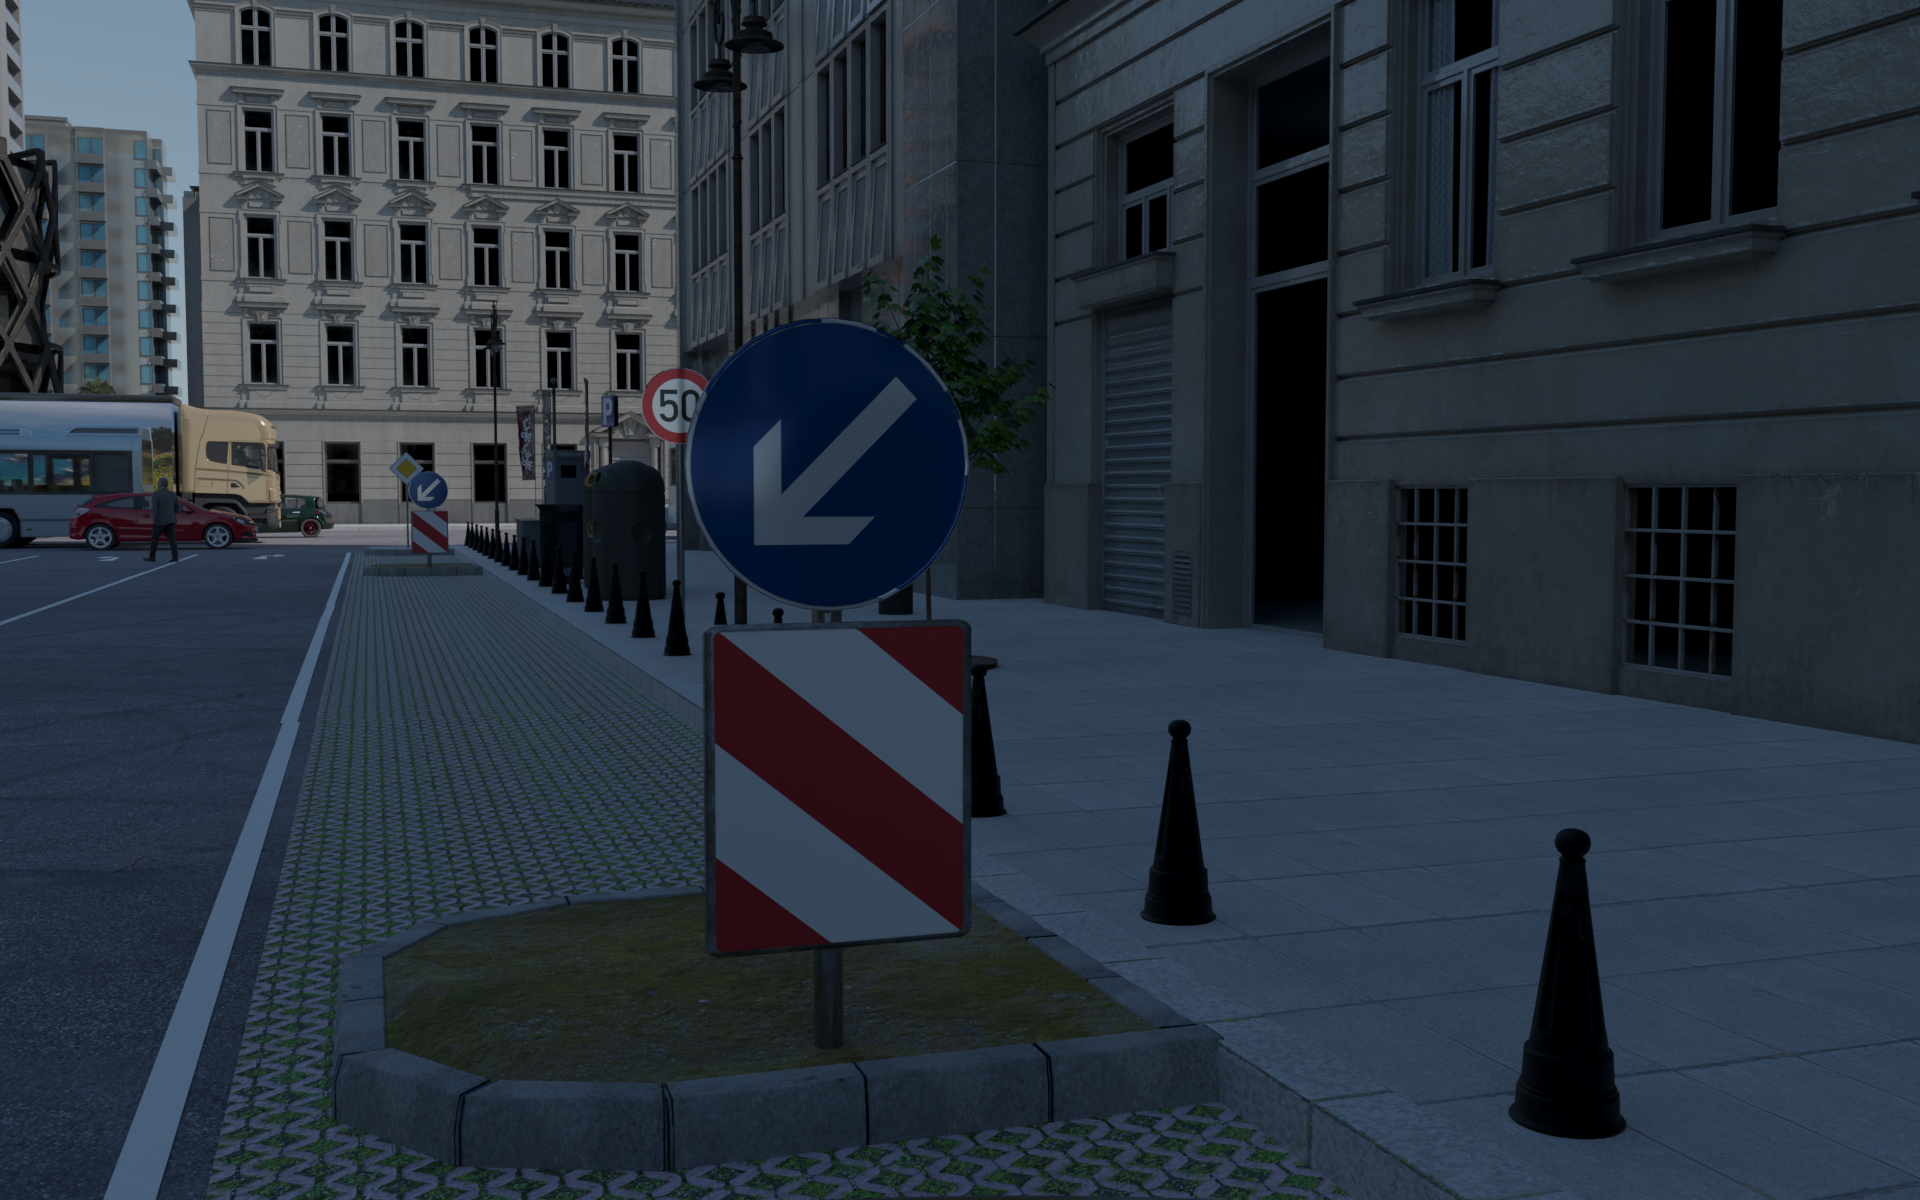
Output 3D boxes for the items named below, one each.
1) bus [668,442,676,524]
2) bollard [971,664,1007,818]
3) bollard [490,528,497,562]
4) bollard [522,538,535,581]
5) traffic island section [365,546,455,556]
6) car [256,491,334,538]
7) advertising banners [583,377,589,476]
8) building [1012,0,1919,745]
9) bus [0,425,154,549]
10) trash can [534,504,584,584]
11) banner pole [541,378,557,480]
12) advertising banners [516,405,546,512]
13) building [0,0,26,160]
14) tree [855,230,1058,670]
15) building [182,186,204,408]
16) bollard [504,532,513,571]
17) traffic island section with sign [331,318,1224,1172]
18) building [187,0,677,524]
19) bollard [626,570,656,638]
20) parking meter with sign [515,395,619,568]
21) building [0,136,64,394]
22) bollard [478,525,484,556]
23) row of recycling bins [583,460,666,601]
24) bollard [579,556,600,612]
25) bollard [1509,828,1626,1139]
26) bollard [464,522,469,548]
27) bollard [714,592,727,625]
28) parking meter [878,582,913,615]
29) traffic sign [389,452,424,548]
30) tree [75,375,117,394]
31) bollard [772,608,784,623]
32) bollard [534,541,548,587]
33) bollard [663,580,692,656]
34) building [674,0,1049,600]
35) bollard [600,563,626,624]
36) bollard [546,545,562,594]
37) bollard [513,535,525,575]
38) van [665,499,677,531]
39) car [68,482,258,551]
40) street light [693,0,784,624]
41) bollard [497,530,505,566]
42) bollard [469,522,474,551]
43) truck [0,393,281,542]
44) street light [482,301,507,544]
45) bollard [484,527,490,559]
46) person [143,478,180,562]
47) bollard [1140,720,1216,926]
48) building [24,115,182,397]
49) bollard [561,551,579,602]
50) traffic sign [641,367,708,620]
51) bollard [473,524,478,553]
[{"bbox_3d":[-2.722,-3.778,56.627,13.247,3.499,2.948,-1,4,-18],"label":"bus"},{"bbox_3d":[0.075,0.556,6.955,0.229,0.601,0.229,0,3,0],"label":"bollard"},{"bbox_3d":[-8.660,-1.010,32.558,0.229,0.601,0.229,0,3,0],"label":"bollard"},{"bbox_3d":[-6.326,-0.591,25.702,0.229,0.601,0.229,0,3,0],"label":"bollard"},{"bbox_3d":[-13.162,-1.168,41.379,2.009,0.180,2.903,-1,4,-19],"label":"traffic island section"},{"bbox_3d":[-22.874,-2.893,57.081,4.222,1.686,2.009,-1,4,-20],"label":"car"},{"bbox_3d":[-5.748,-1.890,27.082,0.090,3.025,2.074,0,4,-6],"label":"advertising banners"},{"bbox_3d":[12.447,-10.719,8.538,16.112,22.955,30.059,-1,4,-19],"label":"building"},{"bbox_3d":[-28.419,-3.075,45.144,13.247,3.499,2.948,-1,4,-19],"label":"bus"},{"bbox_3d":[-5.693,-0.801,24.750,0.748,1.137,0.748,0,3,0],"label":"trash can"},{"bbox_3d":[-8.789,-2.885,37.183,0.401,3.779,0.863,1,4,10],"label":"banner pole"},{"bbox_3d":[-7.917,-2.299,33.777,2.074,3.025,0.090,2,4,34],"label":"advertising banners"},{"bbox_3d":[-104.172,-37.968,162.782,28.212,58.520,21.231,-1,4,-19],"label":"building"},{"bbox_3d":[-0.100,-1.111,12.769,1.663,3.219,1.824,0,3,0],"label":"tree"},{"bbox_3d":[-92.343,-33.078,224.424,14.086,41.232,14.154,-1,4,-19],"label":"building"},{"bbox_3d":[-7.495,-0.801,29.142,0.229,0.601,0.229,0,3,0],"label":"bollard"},{"bbox_3d":[-0.633,0.244,4.633,1.989,1.847,2.006,-1,4,-19],"label":"traffic island section with sign"},{"bbox_3d":[-13.380,-18.878,85.078,44.131,29.872,17.030,-1,4,-19],"label":"building"},{"bbox_3d":[-2.834,0.034,15.486,0.229,0.601,0.229,0,3,0],"label":"bollard"},{"bbox_3d":[-6.899,-2.087,30.390,1.738,3.016,0.543,-2,4,-35],"label":"parking meter with sign"},{"bbox_3d":[-47.505,-12.619,73.767,16.811,18.784,16.820,-1,4,-19],"label":"building"},{"bbox_3d":[-9.830,-1.220,35.991,0.229,0.601,0.229,0,3,0],"label":"bollard"},{"bbox_3d":[-4.328,-0.936,22.424,1.069,1.692,3.534,-1,4,-14],"label":"row of recycling bins"},{"bbox_3d":[-3.995,-0.174,18.893,0.229,0.601,0.229,0,3,0],"label":"bollard"},{"bbox_3d":[1.245,0.765,3.536,0.229,0.601,0.229,0,3,0],"label":"bollard"},{"bbox_3d":[-11.576,-1.533,41.108,0.229,0.601,0.229,0,3,0],"label":"bollard"},{"bbox_3d":[-1.667,0.243,12.067,0.229,0.601,0.229,0,3,0],"label":"bollard"},{"bbox_3d":[-0.687,-0.617,18.493,0.372,1.533,0.369,0,3,0],"label":"parking meter"},{"bbox_3d":[-13.182,-2.303,41.295,0.795,2.450,0.064,-1,4,-19],"label":"traffic sign"},{"bbox_3d":[-91.083,-16.872,183.280,7.806,13.903,7.818,0,3,0],"label":"tree"},{"bbox_3d":[-1.087,0.347,10.365,0.229,0.601,0.229,0,3,0],"label":"bollard"},{"bbox_3d":[-5.740,-0.487,24.002,0.229,0.601,0.229,0,3,0],"label":"bollard"},{"bbox_3d":[-2.253,0.138,13.782,0.229,0.601,0.229,0,3,0],"label":"bollard"},{"bbox_3d":[2.444,-13.058,31.515,12.078,24.808,19.932,-1,4,-19],"label":"building"},{"bbox_3d":[-3.418,-0.070,17.187,0.229,0.601,0.229,0,3,0],"label":"bollard"},{"bbox_3d":[-5.159,-0.383,22.296,0.229,0.601,0.229,0,3,0],"label":"bollard"},{"bbox_3d":[-6.908,-0.696,27.419,0.229,0.601,0.229,0,3,0],"label":"bollard"},{"bbox_3d":[-8.922,-3.108,57.827,4.112,2.044,2.013,-1,4,-18],"label":"van"},{"bbox_3d":[-20.710,-2.206,45.109,4.494,1.783,2.155,-1,4,-20],"label":"car"},{"bbox_3d":[-1.849,-2.548,14.445,0.468,5.910,1.993,-1,4,-19],"label":"street light"},{"bbox_3d":[-8.077,-0.906,30.853,0.229,0.601,0.229,0,3,0],"label":"bollard"},{"bbox_3d":[-10.995,-1.429,39.406,0.229,0.601,0.229,0,3,0],"label":"bollard"},{"bbox_3d":[-24.837,-3.714,49.644,11.283,4.237,2.839,-1,4,-19],"label":"truck"},{"bbox_3d":[-11.148,-4.207,41.569,0.468,5.910,1.993,-1,4,-19],"label":"street light"},{"bbox_3d":[-9.246,-1.115,34.276,0.229,0.601,0.229,0,3,0],"label":"bollard"},{"bbox_3d":[-16.833,-1.689,36.508,0.834,1.777,0.661,1,4,22],"label":"person"},{"bbox_3d":[0.662,0.661,5.237,0.229,0.601,0.229,0,3,0],"label":"bollard"},{"bbox_3d":[-116.546,-36.834,221.844,30.456,49.044,23.786,-1,4,-19],"label":"building"},{"bbox_3d":[-4.579,-0.278,20.594,0.229,0.601,0.229,0,3,0],"label":"bollard"},{"bbox_3d":[-2.833,-1.066,17.540,0.768,2.556,0.104,-1,4,-14],"label":"traffic sign"},{"bbox_3d":[-10.412,-1.324,37.695,0.229,0.601,0.229,0,3,0],"label":"bollard"}]
